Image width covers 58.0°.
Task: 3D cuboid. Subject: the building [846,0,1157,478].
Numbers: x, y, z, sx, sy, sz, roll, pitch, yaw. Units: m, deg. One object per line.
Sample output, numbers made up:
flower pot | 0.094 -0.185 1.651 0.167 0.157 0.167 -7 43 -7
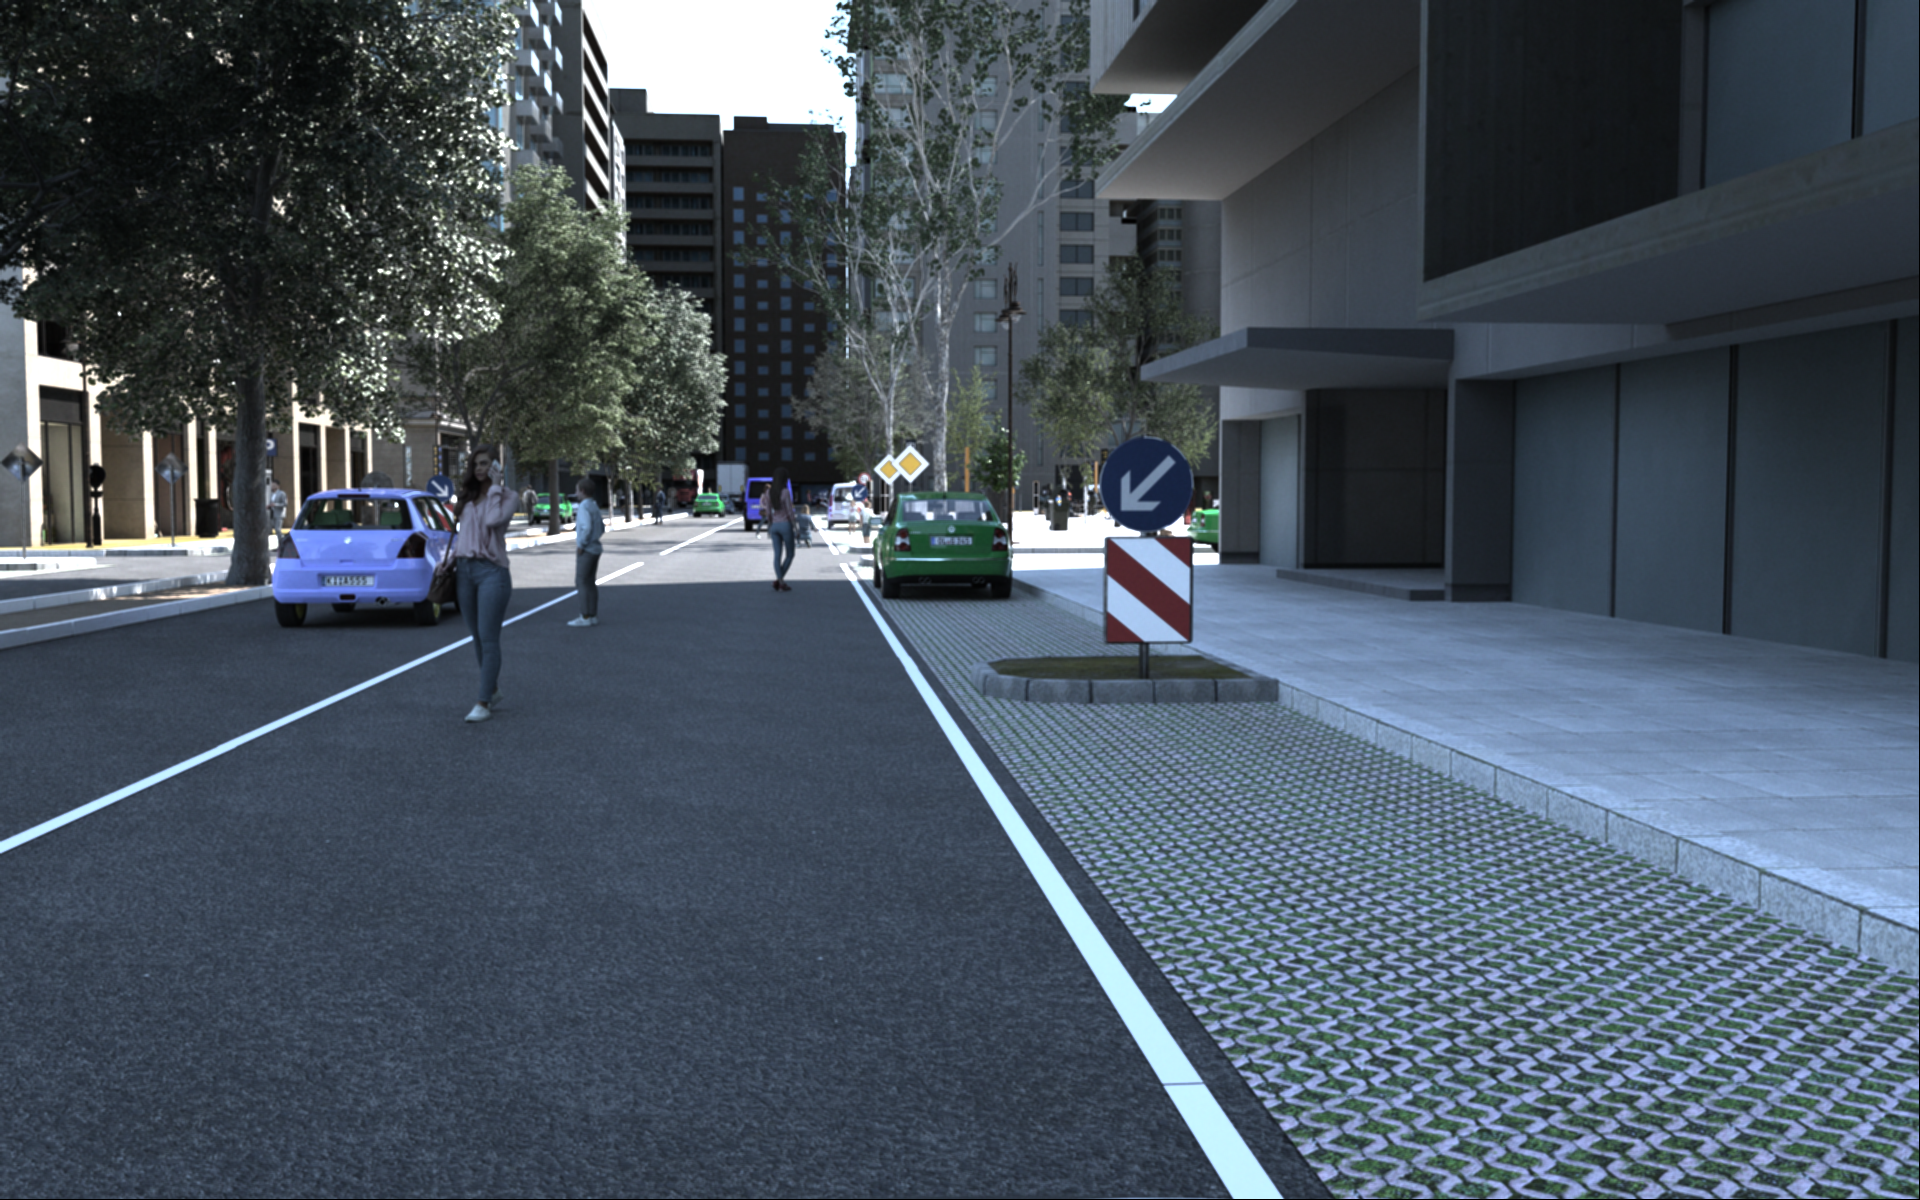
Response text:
building | 3.041 -36.111 179.657 28.713 52.752 27.495 0 4 -5

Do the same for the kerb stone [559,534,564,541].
kerb stone | -12.394 -1.900 53.266 0.120 0.150 1.000 0 4 -5

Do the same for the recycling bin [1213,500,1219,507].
recycling bin | 11.445 -4.018 78.242 0.722 1.027 0.722 -1 4 -11

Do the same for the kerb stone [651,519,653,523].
kerb stone | -15.466 -3.892 85.942 0.120 0.150 1.000 0 4 -5

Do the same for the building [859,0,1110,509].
building | 1.446 -43.799 154.362 20.563 71.187 20.611 0 4 -5

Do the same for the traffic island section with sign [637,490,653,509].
traffic island section with sign | -30.544 -9.839 169.503 1.989 1.847 2.006 0 4 -5

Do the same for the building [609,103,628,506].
building | -42.532 -30.518 182.561 14.086 41.232 14.154 0 4 -5

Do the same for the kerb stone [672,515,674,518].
kerb stone | -16.814 -4.773 100.241 0.120 0.150 1.000 0 4 -5

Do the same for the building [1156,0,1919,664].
building | 16.936 -26.297 19.202 28.713 52.752 27.495 0 4 -5

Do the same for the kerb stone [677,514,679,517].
kerb stone | -17.199 -5.022 104.315 0.120 0.150 1.000 0 4 -5

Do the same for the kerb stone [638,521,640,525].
kerb stone | -14.797 -3.462 78.793 0.120 0.150 1.000 0 4 -5

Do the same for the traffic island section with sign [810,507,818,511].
traffic island section with sign | -13.865 -9.980 171.806 1.989 1.847 2.006 0 4 -5

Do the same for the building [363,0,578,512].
building | -41.924 -31.168 129.198 23.786 49.044 30.456 0 4 -5

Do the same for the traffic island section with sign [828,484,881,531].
traffic island section with sign | -4.034 -3.595 67.411 1.989 1.847 2.006 0 4 -5

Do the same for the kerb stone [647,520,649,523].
kerb stone | -15.274 -3.773 83.892 0.120 0.150 1.000 0 4 -5

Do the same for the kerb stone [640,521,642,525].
kerb stone | -14.898 -3.518 79.810 0.120 0.150 1.000 0 4 -5

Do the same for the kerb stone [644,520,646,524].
kerb stone | -15.079 -3.646 81.851 0.120 0.150 1.000 0 4 -5

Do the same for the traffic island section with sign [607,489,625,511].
traffic island section with sign | -28.023 -8.198 142.665 1.989 1.847 2.006 0 4 -5

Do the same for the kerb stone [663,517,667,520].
kerb stone | -16.339 -4.455 95.137 0.120 0.150 1.000 0 4 -5

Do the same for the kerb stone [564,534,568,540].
kerb stone | -12.493 -1.963 54.284 0.120 0.150 1.000 0 4 -5

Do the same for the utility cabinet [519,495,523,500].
utility cabinet | -28.702 -6.439 113.950 0.318 1.500 1.173 0 4 -2

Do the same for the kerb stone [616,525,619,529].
kerb stone | -13.938 -2.900 69.614 0.120 0.150 1.000 0 4 -5

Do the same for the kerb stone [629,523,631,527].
kerb stone | -14.407 -3.212 74.712 0.120 0.150 1.000 0 4 -5

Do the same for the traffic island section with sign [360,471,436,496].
traffic island section with sign | -11.653 -1.595 34.208 2.006 1.907 1.989 0 4 -5

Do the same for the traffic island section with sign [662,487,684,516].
traffic island section with sign | -19.393 -6.621 116.391 2.006 1.907 1.989 0 4 -5

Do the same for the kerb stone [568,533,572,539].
kerb stone | -12.587 -2.024 55.302 0.120 0.150 1.000 0 4 -5

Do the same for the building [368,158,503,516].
building | -32.898 -14.914 94.752 10.553 20.767 40.483 0 4 -5

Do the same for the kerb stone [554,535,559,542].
kerb stone | -12.299 -1.838 52.249 0.120 0.150 1.000 0 4 -5

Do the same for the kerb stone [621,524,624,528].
kerb stone | -14.124 -3.025 71.652 0.120 0.150 1.000 0 4 -5

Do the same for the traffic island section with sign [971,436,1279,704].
traffic island section with sign | 1.111 -0.249 12.704 1.989 1.847 2.006 0 4 -5

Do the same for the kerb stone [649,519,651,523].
kerb stone | -15.375 -3.835 84.909 0.120 0.150 1.000 0 4 -5

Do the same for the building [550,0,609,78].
building | -43.210 -32.507 155.196 21.300 48.544 21.600 0 4 -5

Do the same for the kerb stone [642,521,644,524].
kerb stone | -14.991 -3.586 80.831 0.120 0.150 1.000 0 4 -5

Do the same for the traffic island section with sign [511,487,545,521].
traffic island section with sign | -23.325 -5.153 92.882 1.989 1.847 2.006 0 4 -5

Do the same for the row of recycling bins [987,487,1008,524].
row of recycling bins | 1.676 -4.262 76.801 1.069 1.692 3.534 0 4 0

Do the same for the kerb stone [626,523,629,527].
kerb stone | -14.320 -3.150 73.691 0.120 0.150 1.000 0 4 -5

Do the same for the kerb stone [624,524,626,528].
kerb stone | -14.224 -3.085 72.673 0.120 0.150 1.000 0 4 -5

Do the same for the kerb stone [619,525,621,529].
kerb stone | -14.023 -2.955 70.635 0.120 0.150 1.000 0 4 -5

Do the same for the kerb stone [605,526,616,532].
kerb stone | -13.828 -2.838 68.591 0.120 0.150 1.000 0 4 -5

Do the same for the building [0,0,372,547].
building | -33.617 -15.449 57.101 19.350 26.468 34.151 0 4 -5

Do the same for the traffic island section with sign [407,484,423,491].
traffic island section with sign | -20.781 -3.500 65.849 1.989 1.847 2.006 0 4 -5

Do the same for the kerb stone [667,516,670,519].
kerb stone | -16.523 -4.584 97.183 0.120 0.150 1.000 0 4 -5

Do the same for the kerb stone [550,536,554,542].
kerb stone | -12.203 -1.776 51.231 0.120 0.150 1.000 0 4 -5

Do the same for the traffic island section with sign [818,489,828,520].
traffic island section with sign | -6.567 -5.237 94.247 1.989 1.847 2.006 0 4 -5

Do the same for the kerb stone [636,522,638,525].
kerb stone | -14.697 -3.397 77.773 0.120 0.150 1.000 0 4 -5

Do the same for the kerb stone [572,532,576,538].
kerb stone | -12.679 -2.085 56.331 0.120 0.150 1.000 0 4 -5

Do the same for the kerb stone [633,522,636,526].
kerb stone | -14.598 -3.337 76.754 0.120 0.150 1.000 0 4 -5

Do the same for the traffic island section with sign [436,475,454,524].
traffic island section with sign | -12.338 -2.046 41.584 2.006 1.907 1.989 0 4 -5

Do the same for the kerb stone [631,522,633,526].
kerb stone | -14.507 -3.275 75.735 0.120 0.150 1.000 0 4 -5
